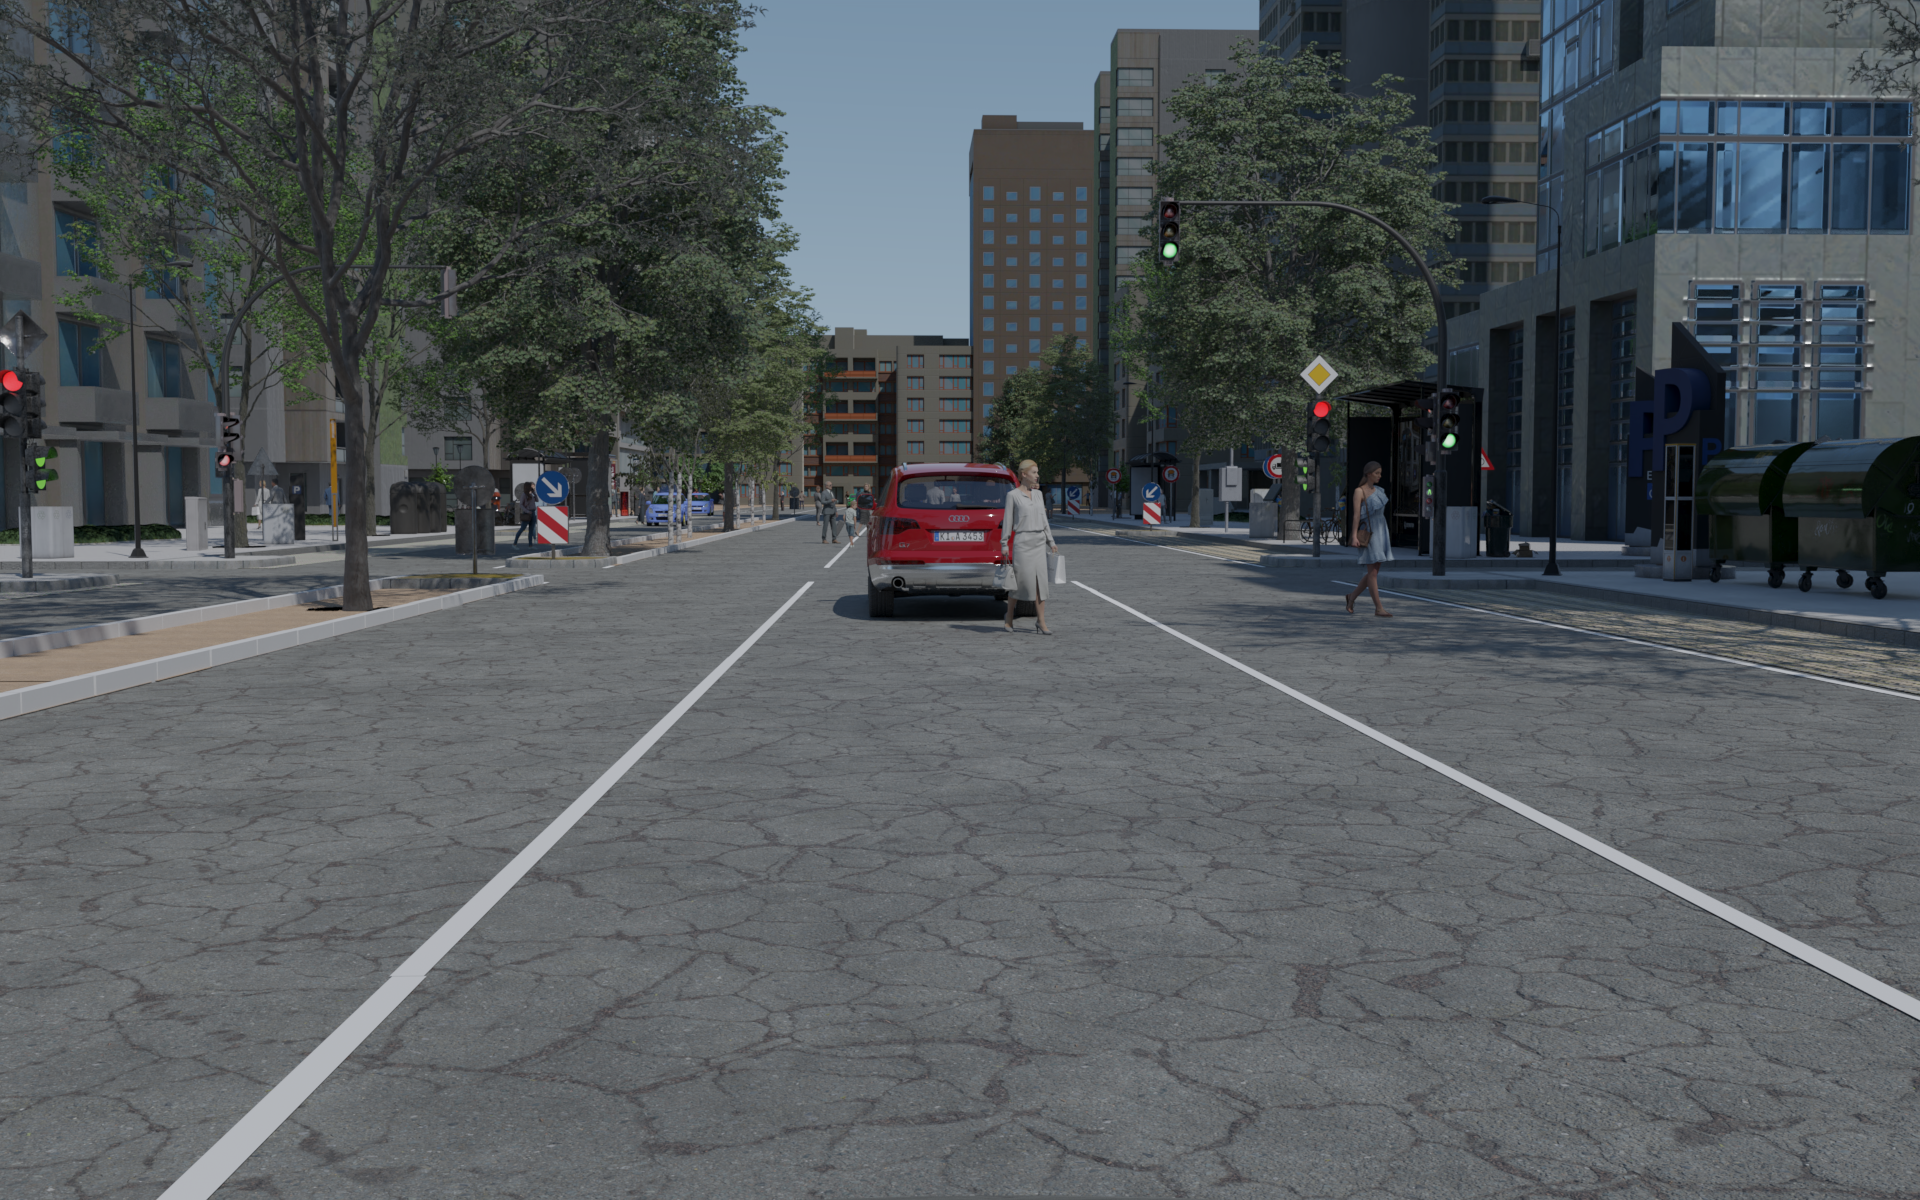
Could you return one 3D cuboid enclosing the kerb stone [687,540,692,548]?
[{"bbox_3d":[-7.315,-1.459,46.048,0.120,0.150,1.000,0,4,-2],"label":"kerb stone"}]

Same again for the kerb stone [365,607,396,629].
[{"bbox_3d":[-6.387,0.203,18.884,0.120,0.150,1.000,0,4,-2],"label":"kerb stone"}]

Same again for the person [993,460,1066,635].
[{"bbox_3d":[0.704,-0.547,17.800,0.694,1.780,0.624,-1,4,-18],"label":"person"}]

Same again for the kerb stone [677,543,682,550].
[{"bbox_3d":[-7.243,-1.334,43.998,0.120,0.150,1.000,0,4,-2],"label":"kerb stone"}]

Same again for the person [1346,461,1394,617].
[{"bbox_3d":[4.766,-0.716,20.307,0.616,1.811,0.778,-2,4,-32],"label":"person"}]

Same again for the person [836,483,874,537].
[{"bbox_3d":[-3.519,-3.005,57.849,1.509,1.804,0.699,-1,4,-8],"label":"person"}]

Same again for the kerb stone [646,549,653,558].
[{"bbox_3d":[-7.070,-1.019,38.864,0.120,0.150,1.000,0,4,-2],"label":"kerb stone"}]

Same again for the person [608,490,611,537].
[{"bbox_3d":[-11.926,-3.065,57.967,0.474,1.900,0.648,-1,4,-12],"label":"person"}]

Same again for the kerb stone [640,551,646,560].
[{"bbox_3d":[-7.041,-0.957,37.839,0.120,0.150,1.000,0,4,-2],"label":"kerb stone"}]

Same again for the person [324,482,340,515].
[{"bbox_3d":[-26.063,-4.023,72.009,0.721,1.800,0.419,-1,4,-11],"label":"person"}]

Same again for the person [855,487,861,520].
[{"bbox_3d":[-5.494,-5.301,95.368,0.583,1.804,0.606,-1,4,-15],"label":"person"}]

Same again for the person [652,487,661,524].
[{"bbox_3d":[-14.791,-4.608,83.861,0.620,1.820,0.660,-1,4,-8],"label":"person"}]

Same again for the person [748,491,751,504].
[{"bbox_3d":[-17.475,-8.282,144.615,0.721,1.736,1.217,0,4,6],"label":"person"}]

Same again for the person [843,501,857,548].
[{"bbox_3d":[-2.922,-2.024,46.270,0.352,1.250,0.332,-2,4,-29],"label":"person"}]

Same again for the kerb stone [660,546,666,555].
[{"bbox_3d":[-7.141,-1.142,40.921,0.120,0.150,1.000,0,4,-2],"label":"kerb stone"}]

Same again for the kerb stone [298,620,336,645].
[{"bbox_3d":[-6.318,0.330,16.838,0.120,0.150,1.000,0,4,-2],"label":"kerb stone"}]

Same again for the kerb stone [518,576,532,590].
[{"bbox_3d":[-6.635,-0.235,26.035,0.120,0.150,1.000,0,4,-2],"label":"kerb stone"}]

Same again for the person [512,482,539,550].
[{"bbox_3d":[-11.132,-2.155,44.329,0.643,1.750,0.593,1,4,17],"label":"person"}]

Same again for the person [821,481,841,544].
[{"bbox_3d":[-3.711,-2.525,49.956,0.590,1.801,0.661,2,4,32],"label":"person"}]

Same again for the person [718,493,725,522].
[{"bbox_3d":[-12.098,-4.898,88.933,0.716,1.782,0.532,1,4,14],"label":"person"}]

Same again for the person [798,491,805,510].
[{"bbox_3d":[-14.674,-9.283,160.806,0.617,1.759,0.750,0,4,1],"label":"person"}]

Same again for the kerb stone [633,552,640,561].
[{"bbox_3d":[-6.999,-0.889,36.817,0.120,0.150,1.000,0,4,-2],"label":"kerb stone"}]

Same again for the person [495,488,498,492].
[{"bbox_3d":[-23.924,-5.066,88.725,0.661,1.843,0.795,-2,4,-23],"label":"person"}]

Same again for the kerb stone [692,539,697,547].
[{"bbox_3d":[-7.350,-1.522,47.073,0.120,0.150,1.000,0,4,-2],"label":"kerb stone"}]

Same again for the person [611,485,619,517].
[{"bbox_3d":[-19.195,-5.492,96.015,0.661,1.801,0.590,-2,4,-35],"label":"person"}]

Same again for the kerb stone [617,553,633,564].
[{"bbox_3d":[-6.959,-0.829,35.795,0.120,0.150,1.000,0,4,-2],"label":"kerb stone"}]

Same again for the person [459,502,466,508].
[{"bbox_3d":[-27.039,-5.369,94.104,0.520,1.790,0.573,-3,5,-41],"label":"person"}]

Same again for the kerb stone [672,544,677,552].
[{"bbox_3d":[-7.209,-1.268,42.974,0.120,0.150,1.000,0,4,-2],"label":"kerb stone"}]

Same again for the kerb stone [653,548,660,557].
[{"bbox_3d":[-7.098,-1.081,39.886,0.120,0.150,1.000,0,4,-2],"label":"kerb stone"}]

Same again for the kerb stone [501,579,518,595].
[{"bbox_3d":[-6.598,-0.170,25.013,0.120,0.150,1.000,0,4,-2],"label":"kerb stone"}]

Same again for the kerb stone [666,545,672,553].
[{"bbox_3d":[-7.172,-1.197,41.947,0.120,0.150,1.000,0,4,-2],"label":"kerb stone"}]

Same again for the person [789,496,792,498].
[{"bbox_3d":[-15.977,-9.467,163.291,0.705,1.823,1.348,0,4,-1],"label":"person"}]

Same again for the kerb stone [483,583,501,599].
[{"bbox_3d":[-6.566,-0.108,23.992,0.120,0.150,1.000,0,4,-2],"label":"kerb stone"}]

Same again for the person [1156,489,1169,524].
[{"bbox_3d":[8.750,-4.051,74.875,0.503,1.515,0.523,-3,5,-41],"label":"person"}]

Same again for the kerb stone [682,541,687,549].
[{"bbox_3d":[-7.282,-1.396,45.025,0.120,0.150,1.000,0,4,-2],"label":"kerb stone"}]

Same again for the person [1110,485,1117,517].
[{"bbox_3d":[8.707,-5.588,97.508,0.679,1.850,0.850,3,5,40],"label":"person"}]

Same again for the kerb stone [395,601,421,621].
[{"bbox_3d":[-6.423,0.147,19.907,0.120,0.150,1.000,0,4,-2],"label":"kerb stone"}]

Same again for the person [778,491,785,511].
[{"bbox_3d":[-15.294,-8.474,147.855,0.742,1.727,0.445,1,4,20],"label":"person"}]

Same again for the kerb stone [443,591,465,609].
[{"bbox_3d":[-6.489,0.017,21.949,0.120,0.150,1.000,0,4,-2],"label":"kerb stone"}]

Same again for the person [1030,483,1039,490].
[{"bbox_3d":[2.469,-3.046,58.284,0.573,1.828,0.580,1,4,20],"label":"person"}]

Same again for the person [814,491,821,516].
[{"bbox_3d":[-9.106,-6.296,112.142,0.721,1.736,1.217,2,4,27],"label":"person"}]

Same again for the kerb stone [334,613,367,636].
[{"bbox_3d":[-6.353,0.267,17.859,0.120,0.150,1.000,0,4,-2],"label":"kerb stone"}]

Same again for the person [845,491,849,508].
[{"bbox_3d":[-11.179,-10.028,173.285,0.721,1.723,1.217,2,4,30],"label":"person"}]

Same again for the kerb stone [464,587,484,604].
[{"bbox_3d":[-6.533,-0.047,22.970,0.120,0.150,1.000,0,4,-2],"label":"kerb stone"}]

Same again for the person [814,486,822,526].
[{"bbox_3d":[-6.309,-4.231,77.958,0.520,1.790,0.573,3,4,37],"label":"person"}]

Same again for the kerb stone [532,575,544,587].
[{"bbox_3d":[-6.667,-0.295,27.056,0.120,0.150,1.000,0,4,-2],"label":"kerb stone"}]

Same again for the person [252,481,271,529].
[{"bbox_3d":[-25.259,-3.448,62.765,0.624,1.780,0.694,3,5,43],"label":"person"}]

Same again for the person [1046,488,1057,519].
[{"bbox_3d":[5.223,-5.500,98.786,0.532,1.782,0.716,-3,4,-38],"label":"person"}]

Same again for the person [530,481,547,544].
[{"bbox_3d":[-12.093,-2.498,49.602,0.793,1.790,0.793,-3,5,-42],"label":"person"}]

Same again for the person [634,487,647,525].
[{"bbox_3d":[-14.903,-4.401,80.870,0.534,1.772,0.576,-2,4,-25],"label":"person"}]

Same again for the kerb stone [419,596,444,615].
[{"bbox_3d":[-6.460,0.079,20.928,0.120,0.150,1.000,0,4,-2],"label":"kerb stone"}]

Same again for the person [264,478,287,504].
[{"bbox_3d":[-22.360,-3.082,56.705,0.850,1.792,0.678,1,4,18],"label":"person"}]
